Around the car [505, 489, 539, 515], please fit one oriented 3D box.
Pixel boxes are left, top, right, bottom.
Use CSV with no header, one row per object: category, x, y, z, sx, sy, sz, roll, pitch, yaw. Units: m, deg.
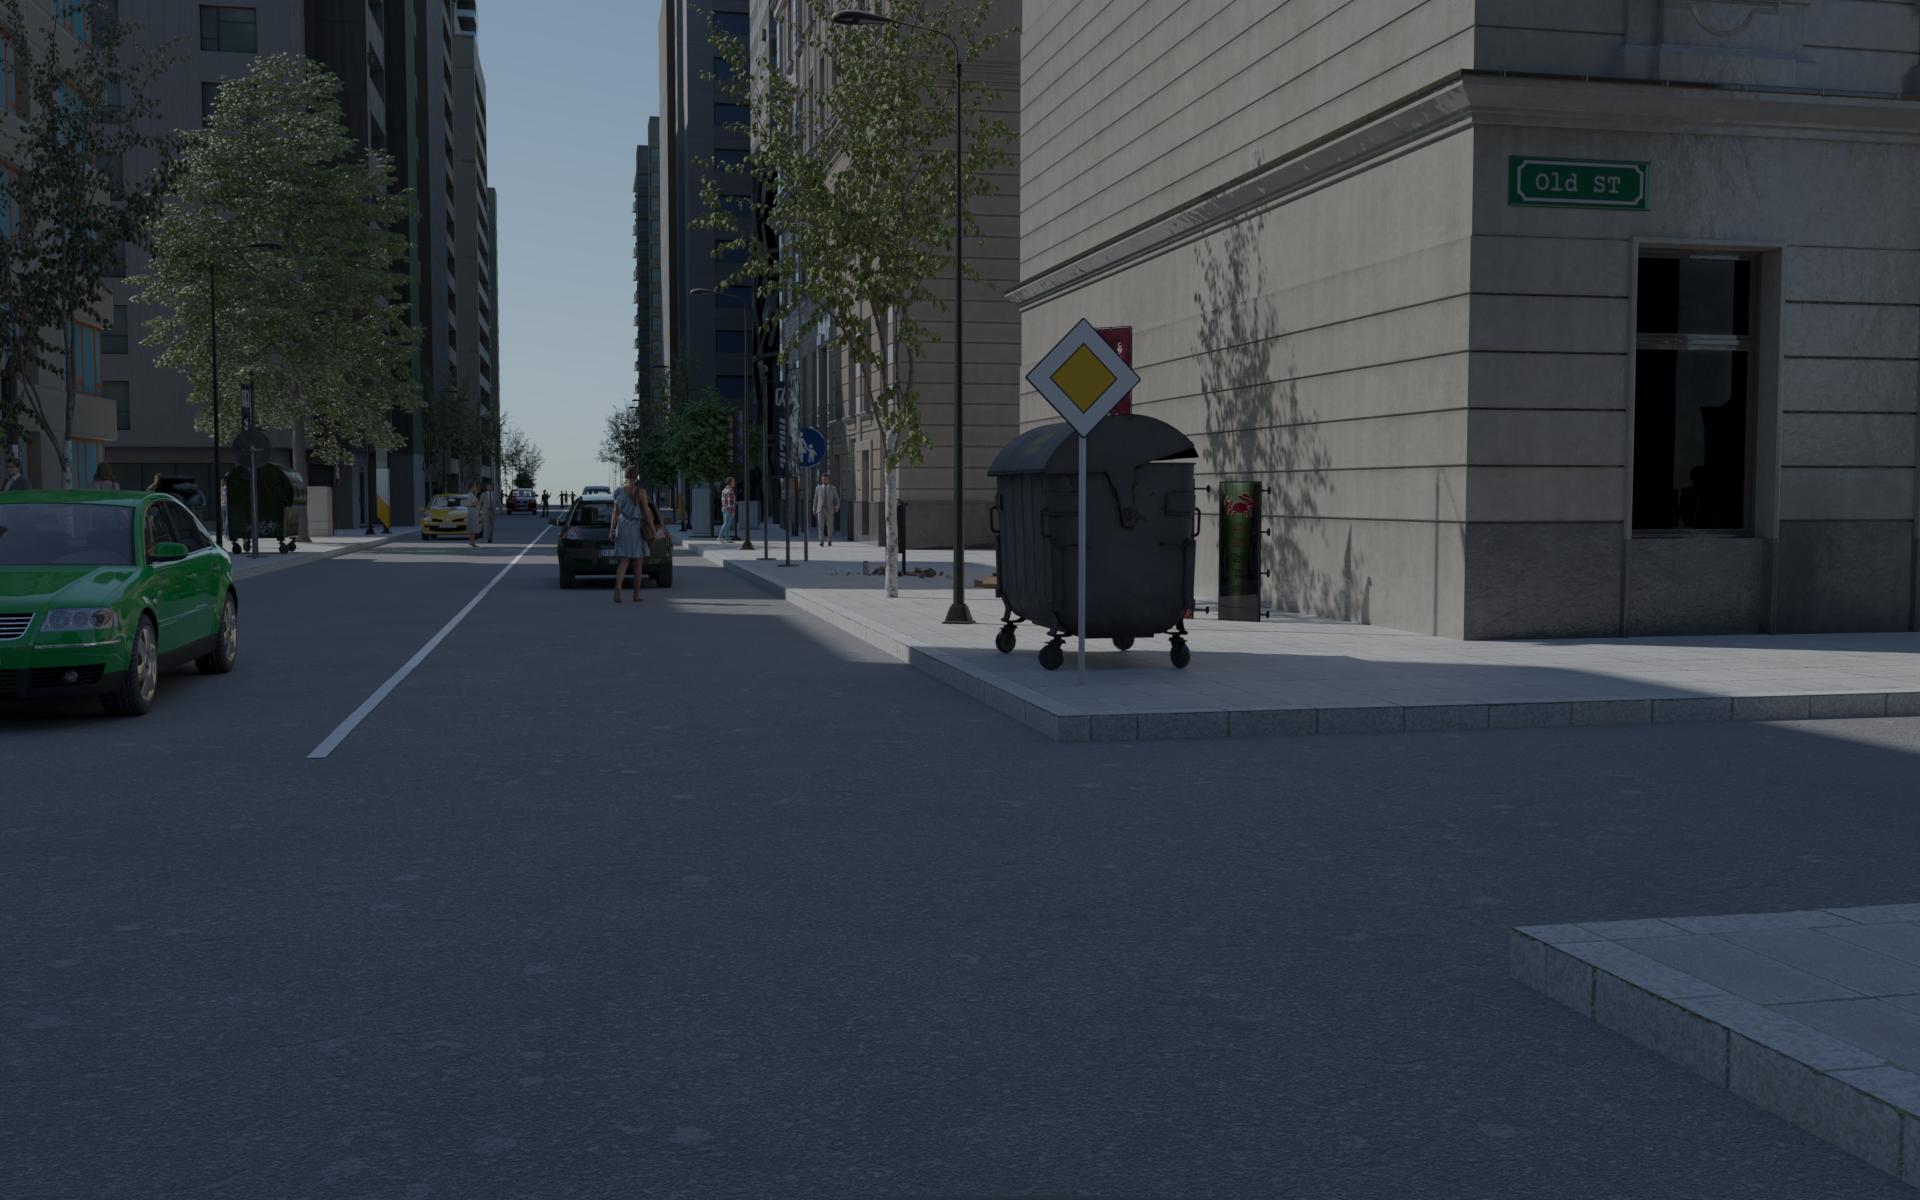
car,-30.521,-6.845,120.596,2.281,1.827,5.304,-1,4,-14

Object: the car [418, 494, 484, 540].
car,-16.185,-2.755,55.272,2.015,1.641,3.980,-1,4,-11

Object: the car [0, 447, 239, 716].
car,-6.423,-0.219,12.374,1.959,1.807,4.718,-1,4,-13

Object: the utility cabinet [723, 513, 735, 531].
utility cabinet,-8.202,-3.073,61.413,0.306,1.237,1.020,0,4,1

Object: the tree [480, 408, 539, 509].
tree,-38.456,-11.926,145.347,4.360,8.622,3.978,0,3,0

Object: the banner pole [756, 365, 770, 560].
banner pole,-3.559,-2.676,33.766,0.863,3.779,0.401,0,4,-6

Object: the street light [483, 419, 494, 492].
street light,-29.621,-8.254,107.489,1.470,5.913,1.316,-1,4,-12

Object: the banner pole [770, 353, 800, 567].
banner pole,-2.947,-2.469,30.391,0.401,3.779,0.863,-2,4,-26

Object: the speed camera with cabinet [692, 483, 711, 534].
speed camera with cabinet,-8.458,-3.811,56.642,0.660,3.252,2.038,-1,4,-9

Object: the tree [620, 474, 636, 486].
tree,-28.373,-9.384,148.026,1.663,3.219,1.824,0,3,0

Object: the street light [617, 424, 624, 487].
street light,-21.764,-8.689,114.610,1.470,5.913,1.316,-1,4,-12

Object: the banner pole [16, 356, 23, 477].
banner pole,-16.890,-2.513,31.111,0.401,3.779,0.863,-1,4,-21

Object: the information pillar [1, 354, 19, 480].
information pillar,-15.993,-2.314,29.197,0.504,3.616,0.183,3,5,43

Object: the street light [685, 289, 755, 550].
street light,-5.406,-4.093,39.465,1.470,5.913,1.316,-1,4,-12

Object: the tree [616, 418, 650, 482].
tree,-31.632,-13.356,168.730,4.360,8.622,3.978,0,3,0

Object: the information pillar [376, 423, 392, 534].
information pillar,-18.676,-3.959,56.088,0.504,3.616,0.183,2,4,25

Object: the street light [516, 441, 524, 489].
street light,-39.548,-11.034,152.940,1.470,5.913,1.316,-1,4,-12

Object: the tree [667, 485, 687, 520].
tree,-14.276,-5.687,87.587,1.663,3.219,1.824,0,3,0

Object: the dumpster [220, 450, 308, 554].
dumpster,-15.099,-2.147,37.590,1.502,2.255,1.985,-1,4,-12

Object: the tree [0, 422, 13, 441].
tree,-11.566,-1.525,19.533,1.663,3.219,1.824,0,3,0

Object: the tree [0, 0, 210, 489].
tree,-12.379,-4.464,23.344,4.360,8.622,3.978,0,3,0

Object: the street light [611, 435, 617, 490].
street light,-26.653,-10.069,137.163,1.470,5.913,1.316,-1,4,-12

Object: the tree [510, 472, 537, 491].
tree,-57.176,-14.856,226.605,4.285,4.588,4.351,0,3,0

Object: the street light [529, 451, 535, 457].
street light,-47.421,-13.228,188.822,1.470,5.913,1.316,-1,4,-12

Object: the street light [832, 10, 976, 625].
street light,-0.542,-2.714,16.907,1.470,5.913,1.316,-1,4,-12

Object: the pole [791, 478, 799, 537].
pole,-4.997,-3.578,52.337,0.158,3.312,0.155,0,3,0

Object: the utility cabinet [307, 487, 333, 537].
utility cabinet,-19.153,-2.595,51.110,1.173,1.500,0.318,0,4,5

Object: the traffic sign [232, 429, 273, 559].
traffic sign,-13.948,-2.083,34.160,0.768,2.556,0.104,0,4,-7

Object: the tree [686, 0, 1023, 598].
tree,-1.042,-4.325,21.079,4.737,8.622,4.395,0,3,0

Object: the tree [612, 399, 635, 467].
tree,-13.171,-7.964,80.567,4.737,8.622,4.395,0,3,0

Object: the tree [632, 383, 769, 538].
tree,-7.457,-4.144,51.463,4.285,4.588,4.351,0,3,0

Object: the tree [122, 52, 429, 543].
tree,-17.809,-7.780,45.330,7.486,12.596,7.792,0,3,0

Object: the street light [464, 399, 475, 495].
street light,-24.577,-6.836,84.314,1.470,5.913,1.316,-1,4,-12

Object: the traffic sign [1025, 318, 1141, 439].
traffic sign,0.838,-0.571,11.524,0.795,2.593,0.064,-1,4,-12

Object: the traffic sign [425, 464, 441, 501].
traffic sign,-22.989,-4.602,75.241,0.884,2.594,0.081,0,4,-5

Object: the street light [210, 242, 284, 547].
street light,-13.179,-3.637,32.009,1.470,5.913,1.316,-1,4,-12

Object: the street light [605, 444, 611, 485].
street light,-31.706,-11.446,159.680,1.470,5.913,1.316,-1,4,-12

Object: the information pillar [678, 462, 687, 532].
information pillar,-9.487,-4.141,59.059,0.183,3.616,0.504,1,4,10

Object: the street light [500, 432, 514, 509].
street light,-34.611,-9.655,130.398,1.470,5.913,1.316,-1,4,-12

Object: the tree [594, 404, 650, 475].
tree,-33.985,-14.980,179.340,8.767,10.594,7.601,1,4,13

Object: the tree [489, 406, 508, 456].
tree,-29.441,-9.346,103.165,4.737,8.622,4.395,0,3,0

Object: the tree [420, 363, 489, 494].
tree,-28.898,-8.920,96.208,4.737,8.622,4.395,0,3,0

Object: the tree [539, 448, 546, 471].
tree,-49.026,-14.854,193.218,4.360,8.622,3.978,0,3,0

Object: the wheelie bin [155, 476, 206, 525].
wheelie bin,-13.701,-1.377,30.430,0.693,1.594,0.980,2,4,33

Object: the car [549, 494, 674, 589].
car,-5.557,-1.097,27.728,2.009,1.686,4.222,-1,4,-13

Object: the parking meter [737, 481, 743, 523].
parking meter,-9.818,-4.343,76.716,0.255,1.863,0.399,2,4,35

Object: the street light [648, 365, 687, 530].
street light,-10.331,-5.493,62.359,1.470,5.913,1.316,-1,4,-12

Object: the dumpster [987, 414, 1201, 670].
dumpster,1.017,-0.464,13.341,1.264,1.857,1.865,-1,4,-12

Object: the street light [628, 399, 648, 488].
street light,-15.347,-6.871,84.884,1.470,5.913,1.316,-1,4,-12

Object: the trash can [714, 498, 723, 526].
trash can,-9.880,-3.610,70.674,0.748,1.137,0.748,0,3,0

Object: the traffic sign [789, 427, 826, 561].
traffic sign,-2.935,-2.010,32.967,0.768,2.556,0.104,0,4,-4

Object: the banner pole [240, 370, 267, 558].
banner pole,-14.270,-2.740,34.816,0.401,3.779,0.863,0,4,-1
